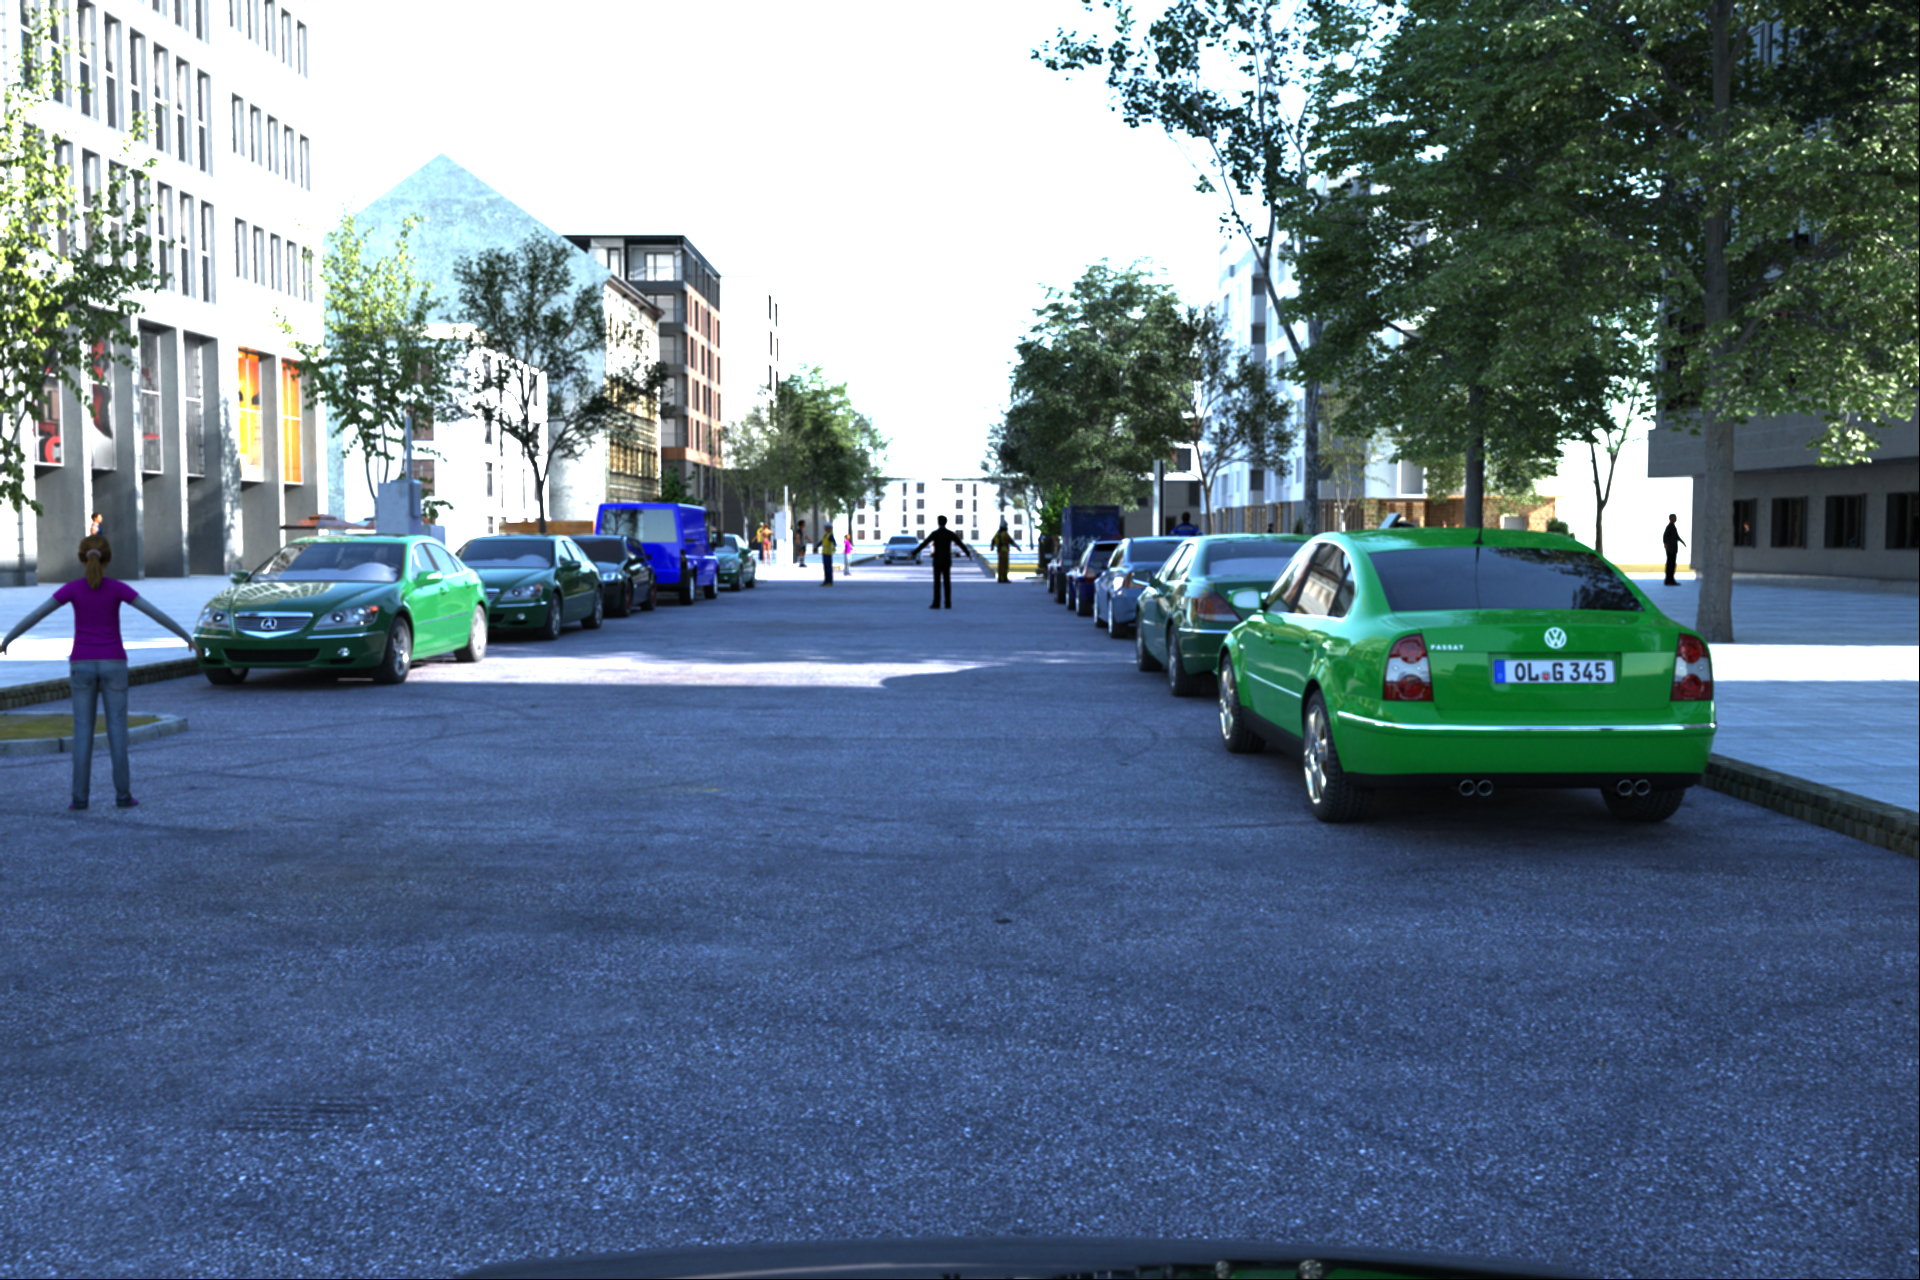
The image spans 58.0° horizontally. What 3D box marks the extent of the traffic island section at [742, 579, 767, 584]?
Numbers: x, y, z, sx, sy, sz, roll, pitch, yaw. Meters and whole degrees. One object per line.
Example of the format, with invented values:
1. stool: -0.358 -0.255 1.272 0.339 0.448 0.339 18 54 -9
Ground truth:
1. traffic island section: -6.681 -1.690 50.496 1.991 0.108 1.994 0 4 0

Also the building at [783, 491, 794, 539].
1. building: -30.051 -23.071 208.146 19.493 23.208 18.063 0 4 0

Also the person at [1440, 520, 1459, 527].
1. person: 15.752 -3.001 55.918 0.742 1.727 0.445 2 4 30

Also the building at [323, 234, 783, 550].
1. building: -29.320 -17.778 134.643 27.936 21.610 32.646 0 3 0

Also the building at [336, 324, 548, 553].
1. building: -24.277 -8.636 83.344 9.099 9.664 28.070 0 4 -1

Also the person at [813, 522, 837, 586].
1. person: -3.720 -2.376 47.765 0.721 1.772 1.216 -2 4 -32

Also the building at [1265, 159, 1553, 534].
1. building: 21.667 -14.455 92.756 16.016 20.090 11.380 0 4 0

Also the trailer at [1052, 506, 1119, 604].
1. trailer: 2.684 -1.816 36.735 1.471 1.999 3.904 0 4 -1

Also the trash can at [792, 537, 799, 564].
1. trash can: -7.262 -3.836 74.373 0.748 1.137 0.748 0 3 0

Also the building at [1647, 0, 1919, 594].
1. building: 25.744 -13.060 32.603 14.314 24.678 30.058 0 4 0

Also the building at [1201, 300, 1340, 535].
1. building: 24.820 -17.374 140.487 16.016 20.090 11.380 0 4 0

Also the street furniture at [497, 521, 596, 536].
1. street furniture: -14.689 -3.343 61.518 9.812 1.723 11.010 3 4 37

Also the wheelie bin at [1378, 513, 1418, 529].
1. wheelie bin: 6.561 -1.121 26.244 0.693 1.594 0.980 0 4 0

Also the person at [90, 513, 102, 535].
1. person: -21.491 -2.264 43.187 0.704 1.807 1.345 -1 4 -21

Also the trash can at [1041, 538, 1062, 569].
1. trash can: 3.227 -3.004 60.765 0.748 1.137 0.748 0 3 0

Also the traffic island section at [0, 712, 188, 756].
1. traffic island section: -6.628 0.655 12.150 1.991 0.108 1.994 0 4 0

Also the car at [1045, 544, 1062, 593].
1. car: 3.022 -1.755 41.281 1.945 1.354 3.894 0 4 0

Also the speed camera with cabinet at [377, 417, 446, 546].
1. speed camera with cabinet: -9.519 -2.187 30.090 0.660 3.252 2.038 0 4 0

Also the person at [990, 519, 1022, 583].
1. person: 1.294 -2.605 50.819 0.705 1.858 1.354 -3 4 -38

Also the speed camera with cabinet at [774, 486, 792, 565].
1. speed camera with cabinet: -7.365 -4.750 72.003 0.660 3.252 2.038 0 4 -1

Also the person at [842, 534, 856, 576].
1. person: -3.849 -2.949 59.936 0.599 1.433 0.991 2 4 24

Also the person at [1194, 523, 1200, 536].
1. person: 12.713 -5.348 93.218 0.705 1.856 1.354 -3 4 -38

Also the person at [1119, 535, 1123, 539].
1. person: 8.382 -5.427 94.592 1.347 1.847 0.705 -2 4 -33

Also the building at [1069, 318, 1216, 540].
1. building: 25.137 -20.553 180.015 27.936 21.610 32.646 0 4 0

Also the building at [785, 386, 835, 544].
1. building: -26.420 -24.253 227.470 19.493 23.208 18.063 0 4 -1

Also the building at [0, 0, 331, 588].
1. building: -28.328 -16.504 47.334 11.434 29.767 29.804 0 3 0

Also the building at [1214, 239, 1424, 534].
1. building: 21.741 -15.638 112.105 16.016 20.090 11.380 0 4 0

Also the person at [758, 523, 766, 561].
1. person: -9.546 -4.742 83.508 0.705 1.833 1.349 -1 4 -18

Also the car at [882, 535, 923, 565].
1. car: -2.694 -4.346 83.056 2.014 1.417 4.499 0 3 0

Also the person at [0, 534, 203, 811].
1. person: -4.496 0.163 9.050 0.991 1.433 0.599 -1 4 -23

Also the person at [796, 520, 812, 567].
1. person: -6.100 -3.737 67.246 0.704 1.843 1.345 1 4 17

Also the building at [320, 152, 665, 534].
1. building: -29.784 -17.015 109.117 19.493 23.208 18.063 0 4 0

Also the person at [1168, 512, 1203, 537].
1. person: 5.595 -2.253 42.811 1.345 1.831 0.704 1 4 21

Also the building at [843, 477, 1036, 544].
1. building: -2.785 -18.825 252.398 28.070 9.664 9.099 0 4 2

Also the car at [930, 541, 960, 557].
1. car: -0.915 -5.834 107.746 2.083 1.381 4.827 0 4 -1

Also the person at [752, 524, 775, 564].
1. person: -8.432 -4.175 75.063 1.217 1.733 0.721 -2 4 -26

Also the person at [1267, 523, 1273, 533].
1. person: 15.726 -4.993 87.576 0.705 1.837 1.347 0 4 -1

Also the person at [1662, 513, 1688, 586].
1. person: 17.781 -2.264 43.199 0.705 1.807 1.348 3 5 44

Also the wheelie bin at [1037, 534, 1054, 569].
1. wheelie bin: 3.200 -3.449 64.293 0.693 1.594 0.980 0 4 -1

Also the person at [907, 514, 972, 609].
1. person: -0.358 -1.509 33.310 1.347 1.806 0.705 -2 4 -24

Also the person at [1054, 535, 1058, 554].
1. person: 3.886 -3.937 70.503 1.348 1.813 0.705 1 4 14
